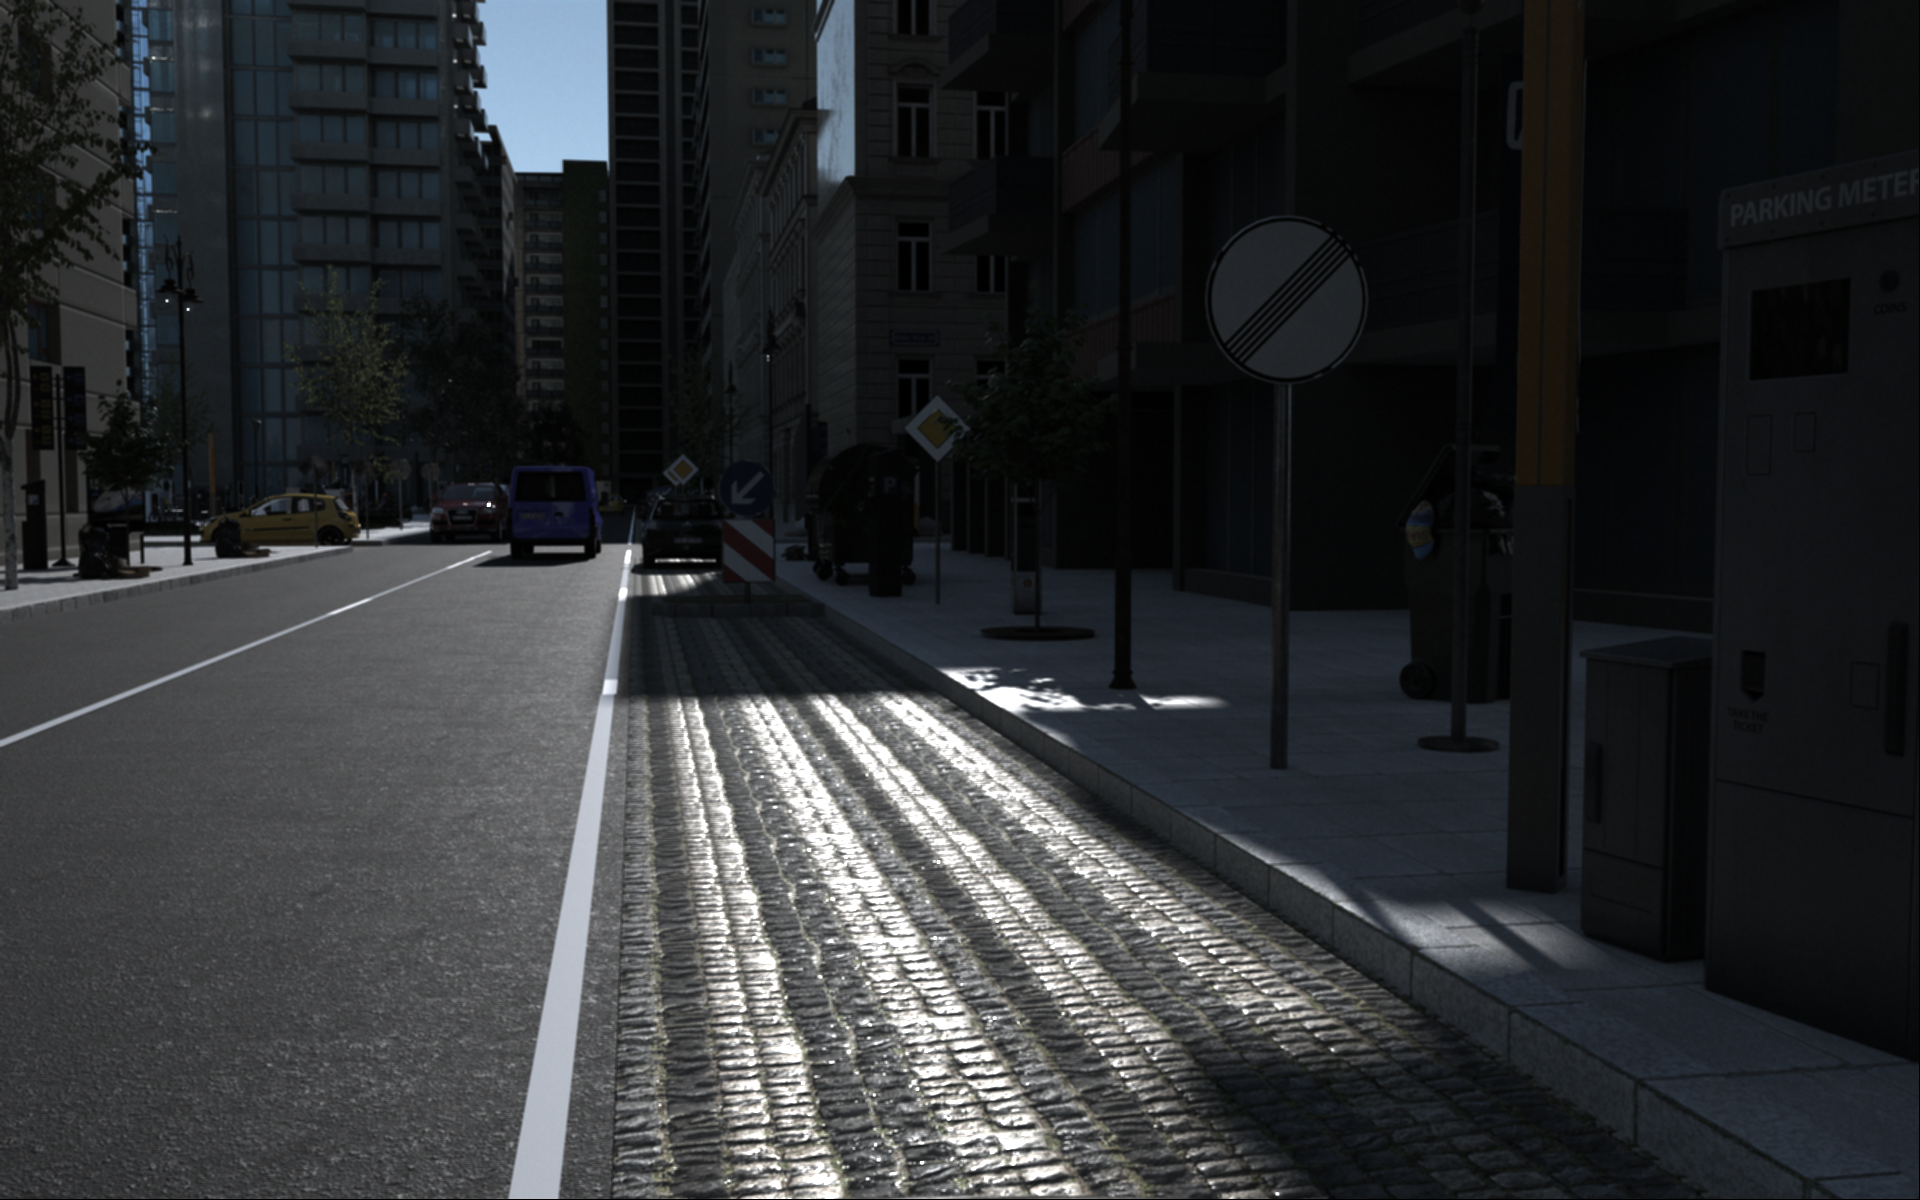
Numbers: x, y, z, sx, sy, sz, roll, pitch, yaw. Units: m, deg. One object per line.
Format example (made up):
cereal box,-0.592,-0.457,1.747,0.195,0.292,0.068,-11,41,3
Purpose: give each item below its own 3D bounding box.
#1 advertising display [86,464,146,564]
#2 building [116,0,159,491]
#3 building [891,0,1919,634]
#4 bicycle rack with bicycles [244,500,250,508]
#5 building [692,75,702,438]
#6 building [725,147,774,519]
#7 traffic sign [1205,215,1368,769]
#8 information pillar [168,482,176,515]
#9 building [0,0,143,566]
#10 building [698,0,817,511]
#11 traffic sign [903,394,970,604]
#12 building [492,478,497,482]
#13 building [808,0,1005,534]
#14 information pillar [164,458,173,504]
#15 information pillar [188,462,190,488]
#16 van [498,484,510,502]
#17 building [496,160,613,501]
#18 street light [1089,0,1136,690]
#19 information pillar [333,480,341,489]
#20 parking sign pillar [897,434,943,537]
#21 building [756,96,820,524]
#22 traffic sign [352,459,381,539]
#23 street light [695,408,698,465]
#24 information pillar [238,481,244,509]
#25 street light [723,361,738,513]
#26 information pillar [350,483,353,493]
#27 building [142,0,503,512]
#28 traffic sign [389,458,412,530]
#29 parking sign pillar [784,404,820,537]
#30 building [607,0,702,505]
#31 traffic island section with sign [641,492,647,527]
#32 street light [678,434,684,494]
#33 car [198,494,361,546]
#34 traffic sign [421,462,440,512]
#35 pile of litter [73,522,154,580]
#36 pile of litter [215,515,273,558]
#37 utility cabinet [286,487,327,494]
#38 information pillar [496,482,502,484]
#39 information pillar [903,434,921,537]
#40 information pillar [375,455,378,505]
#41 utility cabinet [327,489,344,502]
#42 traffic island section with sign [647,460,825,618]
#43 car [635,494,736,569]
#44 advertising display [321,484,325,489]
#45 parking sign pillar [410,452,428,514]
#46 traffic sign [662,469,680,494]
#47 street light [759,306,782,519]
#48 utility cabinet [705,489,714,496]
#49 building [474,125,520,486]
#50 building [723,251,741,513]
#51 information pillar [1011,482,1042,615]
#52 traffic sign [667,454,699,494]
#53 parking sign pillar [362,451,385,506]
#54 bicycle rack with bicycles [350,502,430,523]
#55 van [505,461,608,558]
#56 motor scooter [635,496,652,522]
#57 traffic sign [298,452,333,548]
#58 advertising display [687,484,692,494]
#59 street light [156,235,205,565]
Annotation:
advertising display,-15.415,-1.617,31.655,0.974,1.923,0.123,-3,5,-41
building,-85.352,-52.670,173.821,31.000,86.520,22.319,-1,4,-11
building,11.545,-22.806,27.510,22.147,44.769,28.867,-1,4,-11
bicycle rack with bicycles,-44.933,-5.998,111.449,2.852,0.926,2.925,2,4,32
building,-16.764,-34.502,183.720,23.786,49.044,30.456,-1,4,-11
building,-6.974,-16.070,98.898,11.583,22.565,21.152,-1,4,-11
traffic sign,1.492,-0.485,8.028,0.768,2.556,0.104,0,4,-7
information pillar,-48.877,-6.293,107.379,0.304,2.012,0.304,0,4,7
building,-30.363,-10.871,22.778,28.899,21.520,27.650,-1,4,-11
building,-10.495,-31.832,144.151,21.300,48.544,21.600,-1,4,-11
traffic sign,-0.263,-1.156,20.085,0.795,2.450,0.064,0,4,-5
building,-64.078,-26.909,211.659,14.107,30.474,14.160,-1,4,-11
building,7.546,-16.177,61.750,25.104,27.353,12.463,-1,4,-11
information pillar,-50.750,-7.325,111.121,0.504,3.616,0.183,-2,4,-23
information pillar,-48.545,-7.184,108.812,0.504,3.616,0.183,2,4,31
van,-18.804,-3.830,69.626,2.013,2.044,4.112,-1,4,-11
building,-50.261,-32.448,214.126,14.086,41.232,14.154,-1,4,-11
street light,1.075,-2.354,11.273,0.468,5.910,1.993,-1,4,-11
information pillar,-32.239,-5.209,89.655,0.304,2.012,0.304,1,4,23
parking sign pillar,-1.239,-3.912,52.429,1.447,3.967,1.447,0,4,4
building,-3.201,-13.061,78.178,10.561,19.102,19.286,-1,4,-11
traffic sign,-16.797,-2.778,49.069,0.795,2.450,0.064,-1,4,-11
street light,-14.022,-7.317,92.425,0.468,5.910,1.993,-1,4,-11
information pillar,-41.662,-5.864,100.365,0.304,2.012,0.304,-2,4,-26
street light,-7.952,-5.343,60.142,0.468,5.910,1.993,-1,4,-11
information pillar,-40.655,-6.821,116.014,0.304,2.012,0.304,0,4,7
building,-48.661,-31.481,134.326,23.786,49.044,30.456,-1,4,-11
traffic sign,-20.016,-3.784,61.982,0.768,2.556,0.104,-1,4,-10
parking sign pillar,-4.638,-3.921,52.586,1.447,3.967,1.447,-1,4,-21
building,-33.699,-47.754,219.021,20.611,71.187,20.563,-1,4,-11
traffic island section with sign,-13.015,-4.130,76.147,1.989,1.847,2.006,-1,4,-11
street light,-19.936,-9.244,123.932,0.468,5.910,1.993,-1,4,-11
car,-17.982,-2.176,45.808,3.980,1.641,2.015,-1,4,-10
traffic sign,-21.278,-4.254,69.651,0.768,2.556,0.104,0,4,-1
pile of litter,-13.092,-0.780,26.720,1.176,0.858,1.719,-1,4,-17
pile of litter,-14.655,-1.311,35.393,1.176,0.858,1.719,0,4,-4
utility cabinet,-22.125,-3.049,58.528,1.173,1.500,0.318,-2,4,-24
information pillar,-27.068,-5.953,101.820,0.304,2.012,0.304,-2,4,-26
information pillar,-1.426,-3.664,51.267,0.504,3.616,0.183,-1,4,-18
information pillar,-34.794,-6.846,103.292,0.183,3.616,0.504,-2,4,-23
utility cabinet,-29.710,-4.482,81.964,1.173,1.500,0.318,1,4,17
traffic island section with sign,-2.720,-0.752,20.918,1.989,1.847,2.006,-1,4,-11
car,-5.466,-1.516,34.575,2.009,1.686,4.222,-1,4,-10
advertising display,-41.411,-6.516,111.751,0.974,1.923,0.123,-3,4,-36
parking sign pillar,-34.697,-7.469,110.589,1.447,3.967,1.447,-2,4,-35
traffic sign,-8.296,-2.874,50.629,0.795,2.450,0.064,-1,4,-11
street light,-4.671,-4.281,42.775,0.468,5.910,1.993,-1,4,-11
utility cabinet,-11.593,-4.373,80.178,0.318,1.500,1.173,-1,4,-15
building,-57.515,-29.608,175.976,23.993,40.220,32.217,-1,4,-11
building,-10.418,-16.088,117.782,10.420,20.320,16.860,-1,4,-11
information pillar,0.706,-0.856,18.493,0.304,2.012,0.304,0,4,-5
traffic sign,-6.830,-2.394,42.779,0.795,2.450,0.064,-1,4,-11
parking sign pillar,-36.336,-7.270,107.334,1.447,3.967,1.447,-2,4,-35
bicycle rack with bicycles,-26.079,-3.973,78.341,2.925,0.926,2.852,1,4,12
van,-9.374,-2.198,40.321,2.240,2.365,5.245,-1,4,-10
motor scooter,-16.214,-4.646,88.737,0.815,1.314,1.986,-1,4,-9
traffic sign,-15.332,-2.298,41.219,0.795,2.450,0.064,-1,4,-11
advertising display,-15.698,-5.949,102.478,0.974,1.923,0.123,1,4,17
street light,-13.953,-3.568,31.125,0.468,5.910,1.993,-1,4,-11
